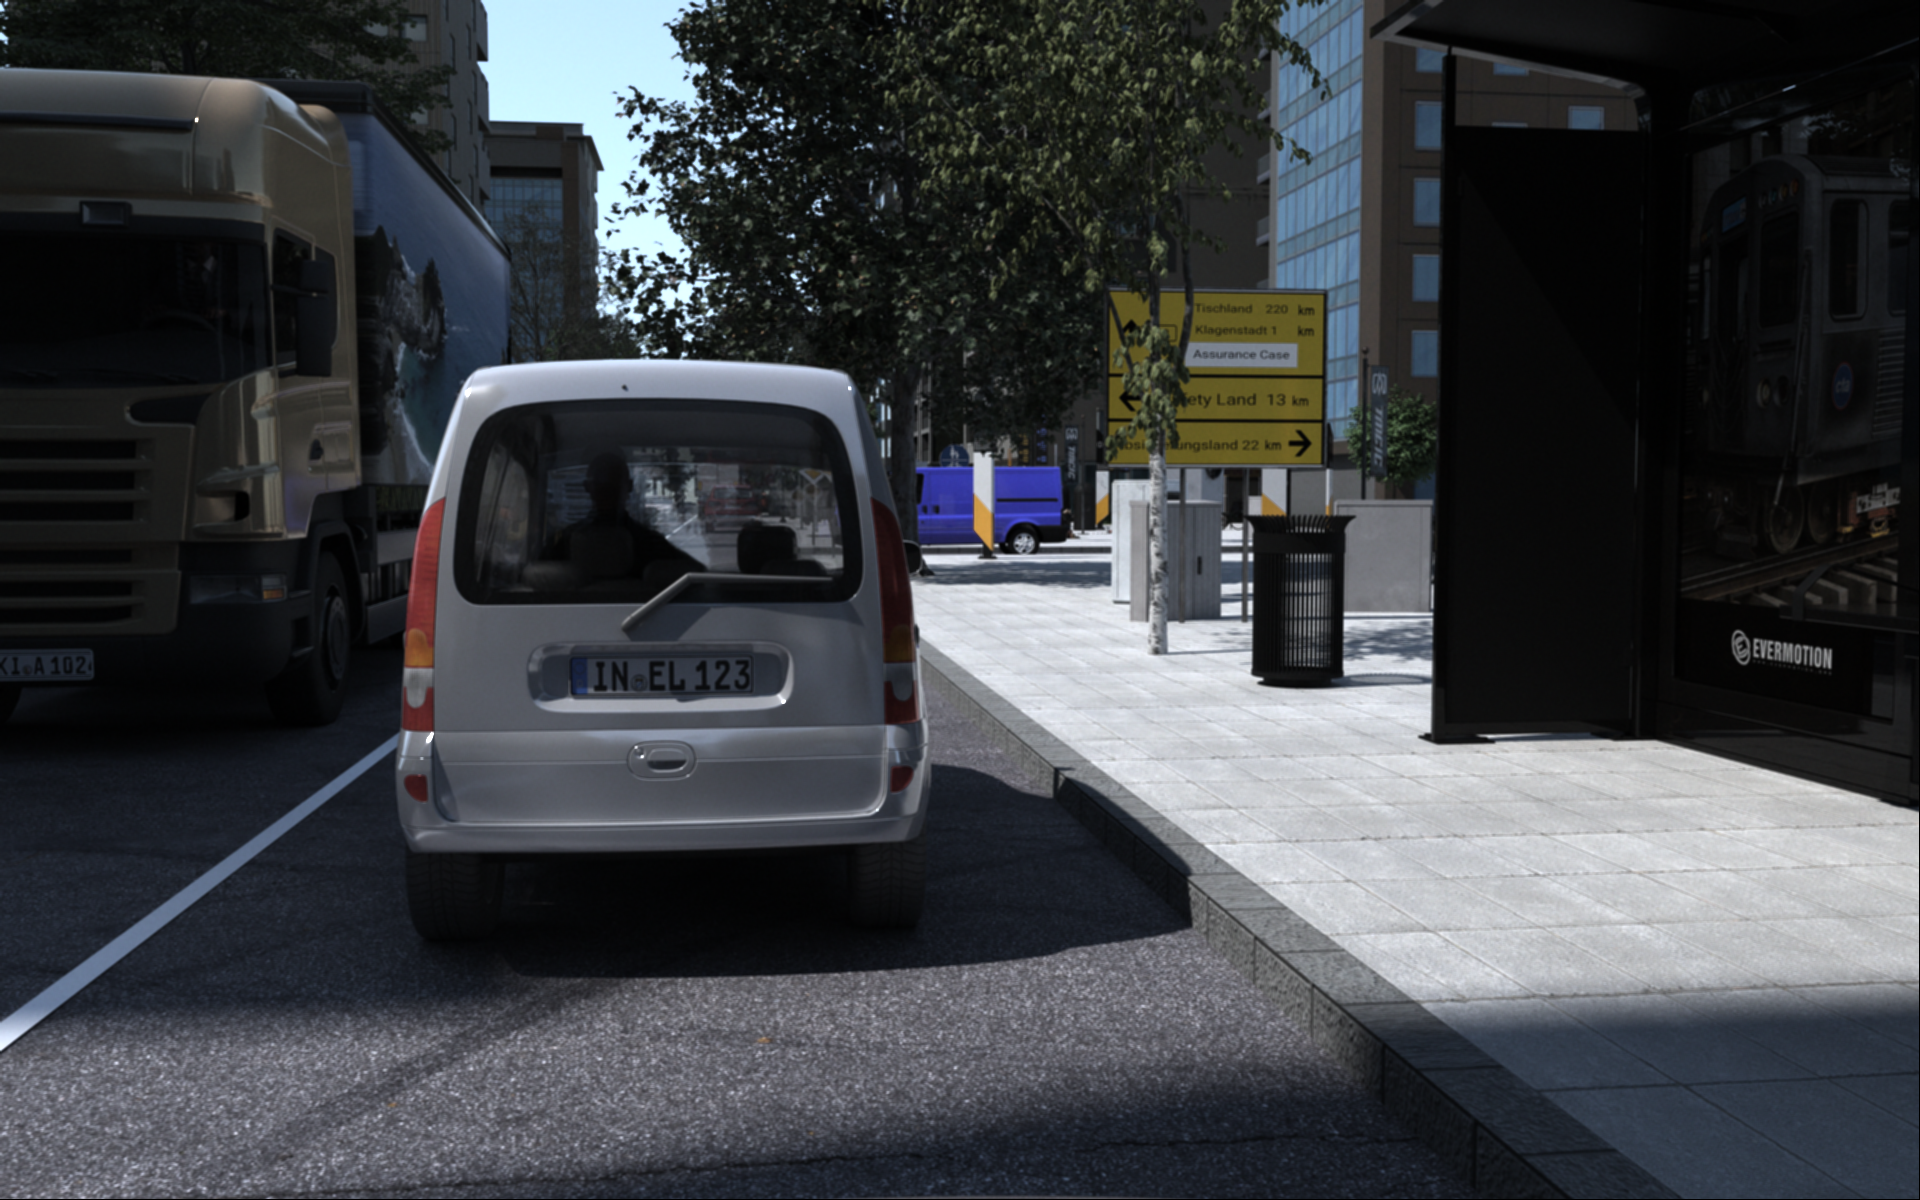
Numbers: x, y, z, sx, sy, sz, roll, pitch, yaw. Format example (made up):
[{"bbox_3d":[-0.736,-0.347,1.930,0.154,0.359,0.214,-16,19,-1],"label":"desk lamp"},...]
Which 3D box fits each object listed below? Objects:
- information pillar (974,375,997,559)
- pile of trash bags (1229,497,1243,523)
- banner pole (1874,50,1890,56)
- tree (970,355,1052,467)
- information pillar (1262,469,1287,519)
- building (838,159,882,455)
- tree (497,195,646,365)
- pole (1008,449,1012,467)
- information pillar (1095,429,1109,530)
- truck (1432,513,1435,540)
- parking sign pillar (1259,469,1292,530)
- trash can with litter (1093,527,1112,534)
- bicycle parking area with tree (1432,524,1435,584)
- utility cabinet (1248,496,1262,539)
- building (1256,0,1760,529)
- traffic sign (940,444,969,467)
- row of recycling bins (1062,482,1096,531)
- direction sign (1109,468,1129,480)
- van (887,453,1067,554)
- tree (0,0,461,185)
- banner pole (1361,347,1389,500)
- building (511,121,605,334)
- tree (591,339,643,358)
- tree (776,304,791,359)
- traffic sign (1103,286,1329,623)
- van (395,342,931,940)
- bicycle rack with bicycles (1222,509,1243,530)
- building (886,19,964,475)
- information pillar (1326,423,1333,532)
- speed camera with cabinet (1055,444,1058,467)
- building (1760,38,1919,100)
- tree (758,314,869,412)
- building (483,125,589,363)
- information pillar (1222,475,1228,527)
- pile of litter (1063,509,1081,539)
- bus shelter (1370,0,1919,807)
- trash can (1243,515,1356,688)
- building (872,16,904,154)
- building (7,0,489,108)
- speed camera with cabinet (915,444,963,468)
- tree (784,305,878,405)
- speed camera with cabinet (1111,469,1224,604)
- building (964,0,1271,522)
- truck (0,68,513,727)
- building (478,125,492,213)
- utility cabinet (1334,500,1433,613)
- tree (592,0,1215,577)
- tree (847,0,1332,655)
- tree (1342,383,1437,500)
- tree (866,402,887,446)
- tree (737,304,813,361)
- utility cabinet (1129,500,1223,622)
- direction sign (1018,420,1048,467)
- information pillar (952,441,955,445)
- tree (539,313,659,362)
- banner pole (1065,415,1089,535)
[{"bbox_3d":[0.483,-2.620,34.187,0.504,3.616,0.183,3,5,41],"label":"information pillar"},{"bbox_3d":[11.291,-4.150,77.606,3.447,1.369,1.912,1,4,22],"label":"pile of trash bags"},{"bbox_3d":[4.786,-1.161,8.997,0.401,3.779,0.863,3,4,39],"label":"banner pole"},{"bbox_3d":[2.400,-7.047,65.578,4.360,8.622,3.978,0,3,0],"label":"tree"},{"bbox_3d":[6.114,-2.583,33.580,0.504,3.616,0.183,1,4,15],"label":"information pillar"},{"bbox_3d":[-8.824,-35.208,225.753,14.600,45.320,14.200,0,4,-8],"label":"building"},{"bbox_3d":[-17.439,-9.899,72.226,12.009,13.543,11.850,0,3,0],"label":"tree"},{"bbox_3d":[2.264,-5.181,78.559,0.158,3.312,0.155,0,3,0],"label":"pole"},{"bbox_3d":[5.117,-4.337,62.270,0.504,3.616,0.183,2,4,25],"label":"information pillar"},{"bbox_3d":[18.967,-3.178,41.718,18.799,4.110,2.967,0,4,-8],"label":"truck"},{"bbox_3d":[11.341,-4.514,62.271,1.447,3.967,1.447,-3,5,-42],"label":"parking sign pillar"},{"bbox_3d":[5.541,-2.737,55.805,2.233,1.210,1.678,2,4,35],"label":"trash can with litter"},{"bbox_3d":[10.132,-2.221,23.322,8.231,4.147,9.016,0,4,7],"label":"bicycle parking area with tree"},{"bbox_3d":[8.637,-2.328,49.232,0.306,1.237,1.020,-2,4,-34],"label":"utility cabinet"},{"bbox_3d":[20.065,-25.337,64.378,14.200,45.320,14.600,0,4,-8],"label":"building"},{"bbox_3d":[-0.141,-2.713,44.464,0.768,2.556,0.104,0,3,0],"label":"traffic sign"},{"bbox_3d":[3.171,-3.333,61.601,3.534,1.692,1.069,2,4,26],"label":"row of recycling bins"},{"bbox_3d":[5.703,-4.335,62.882,0.876,3.537,0.379,1,4,9],"label":"direction sign"},{"bbox_3d":[-0.302,-2.111,38.891,5.245,2.365,2.240,0,4,-6],"label":"van"},{"bbox_3d":[-10.933,-6.514,24.628,7.486,12.596,7.792,0,3,0],"label":"tree"},{"bbox_3d":[7.073,-2.426,29.684,0.863,3.779,0.401,-3,4,-38],"label":"banner pole"},{"bbox_3d":[-66.046,-40.295,248.063,28.713,52.752,27.495,0,4,-8],"label":"building"},{"bbox_3d":[-25.550,-13.850,133.101,9.857,13.997,8.962,0,3,0],"label":"tree"},{"bbox_3d":[-17.948,-18.719,161.944,12.611,20.169,13.585,0,3,0],"label":"tree"},{"bbox_3d":[2.529,-1.425,17.170,2.265,3.308,0.079,0,4,-7],"label":"traffic sign"},{"bbox_3d":[-1.098,0.001,7.003,2.013,2.044,4.112,0,4,-7],"label":"van"},{"bbox_3d":[8.921,-3.007,62.545,2.925,0.926,2.852,1,4,18],"label":"bicycle rack with bicycles"},{"bbox_3d":[4.895,-43.067,142.405,20.563,71.187,20.611,0,4,-8],"label":"building"},{"bbox_3d":[12.161,-4.015,57.007,0.183,3.616,0.504,2,4,26],"label":"information pillar"},{"bbox_3d":[3.445,-4.595,69.470,0.660,3.252,2.038,-1,4,-17],"label":"speed camera with cabinet"},{"bbox_3d":[42.126,-25.496,66.964,14.200,45.320,14.600,0,4,-8],"label":"building"},{"bbox_3d":[-7.959,-9.235,85.407,7.601,10.594,8.767,-1,4,-18],"label":"tree"},{"bbox_3d":[-53.386,-34.498,214.157,14.600,45.320,14.200,0,4,-8],"label":"building"},{"bbox_3d":[10.348,-3.895,68.182,0.304,2.012,0.304,2,4,27],"label":"information pillar"},{"bbox_3d":[2.852,-2.222,50.301,1.176,0.858,1.719,-1,4,-14],"label":"pile of litter"},{"bbox_3d":[3.340,-0.896,5.925,1.731,3.624,6.357,0,4,-8],"label":"bus shelter"},{"bbox_3d":[2.274,0.000,11.649,0.748,1.137,0.748,0,3,0],"label":"trash can"},{"bbox_3d":[2.938,-33.606,169.059,23.786,49.044,30.456,0,4,-8],"label":"building"},{"bbox_3d":[-49.207,-32.790,125.359,28.713,52.752,27.495,0,4,-8],"label":"building"},{"bbox_3d":[-0.828,-3.154,45.912,0.660,3.252,2.038,-3,5,-40],"label":"speed camera with cabinet"},{"bbox_3d":[-4.724,-6.540,57.288,4.360,8.622,3.978,0,3,0],"label":"tree"},{"bbox_3d":[2.537,-1.624,20.892,0.660,3.252,2.038,2,4,32],"label":"speed camera with cabinet"},{"bbox_3d":[12.174,-28.463,89.070,21.300,48.544,21.600,0,4,-8],"label":"building"},{"bbox_3d":[-5.509,-1.530,13.934,2.839,4.237,11.283,0,4,-8],"label":"truck"},{"bbox_3d":[-54.774,-28.078,150.952,32.217,40.220,23.993,0,4,-8],"label":"building"},{"bbox_3d":[4.600,-0.471,18.868,1.020,1.237,0.306,0,4,7],"label":"utility cabinet"},{"bbox_3d":[-0.859,-6.716,26.817,9.611,12.733,9.660,0,3,0],"label":"tree"},{"bbox_3d":[1.352,-3.866,13.564,4.737,8.622,4.395,0,3,0],"label":"tree"},{"bbox_3d":[12.962,-4.134,51.310,4.285,4.588,4.351,0,3,0],"label":"tree"},{"bbox_3d":[-3.754,-4.129,51.222,4.285,4.588,4.351,0,3,0],"label":"tree"},{"bbox_3d":[-11.546,-12.388,109.198,9.857,13.997,8.962,0,3,0],"label":"tree"},{"bbox_3d":[2.213,-0.398,17.675,1.020,1.237,0.306,-2,4,-35],"label":"utility cabinet"},{"bbox_3d":[1.974,-3.368,47.056,0.876,3.537,0.379,2,4,28],"label":"direction sign"},{"bbox_3d":[-0.141,-5.162,75.758,0.504,3.616,0.183,0,4,-4],"label":"information pillar"},{"bbox_3d":[-20.582,-10.509,97.582,9.928,11.665,9.643,0,3,0],"label":"tree"},{"bbox_3d":[3.690,-3.970,54.934,0.863,3.779,0.401,-1,4,-16],"label":"banner pole"}]
